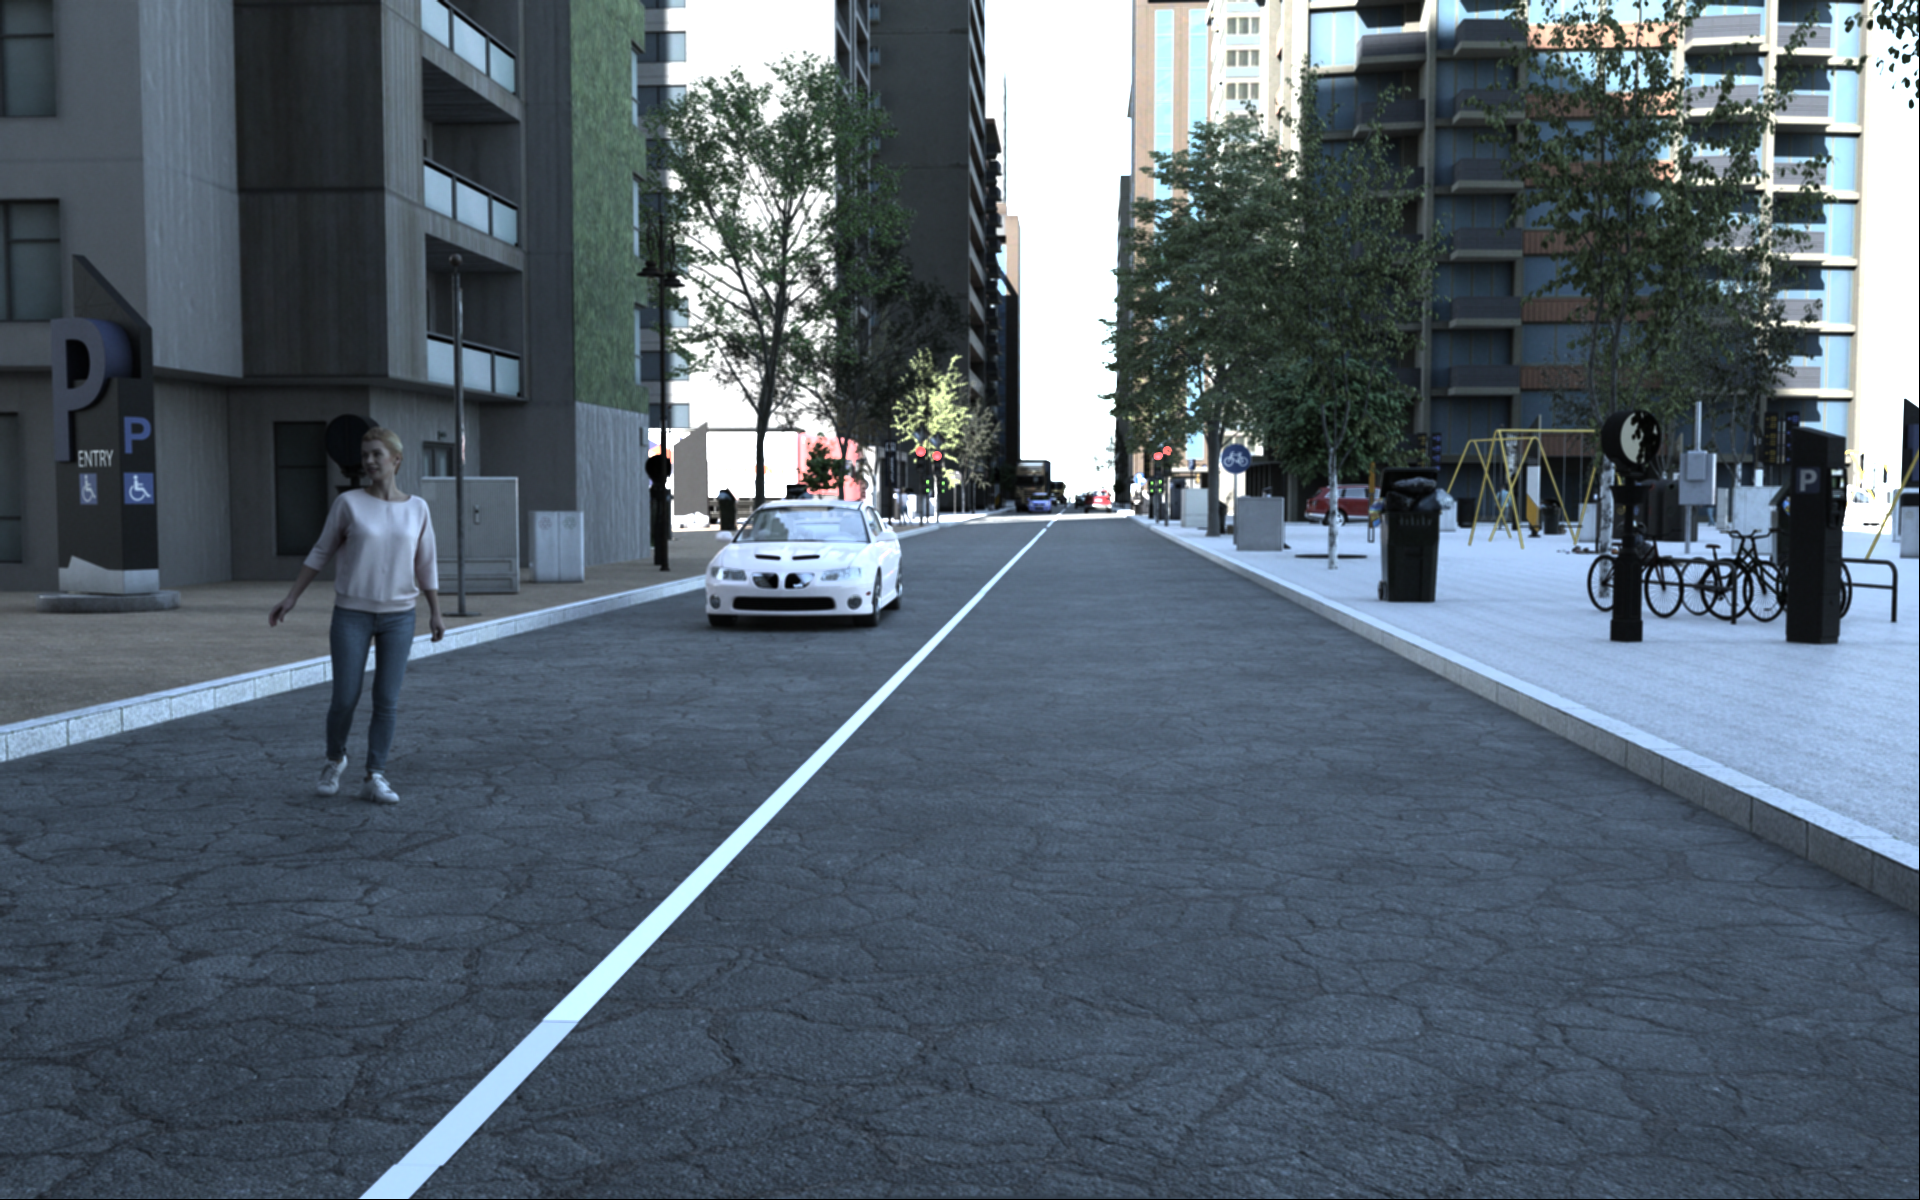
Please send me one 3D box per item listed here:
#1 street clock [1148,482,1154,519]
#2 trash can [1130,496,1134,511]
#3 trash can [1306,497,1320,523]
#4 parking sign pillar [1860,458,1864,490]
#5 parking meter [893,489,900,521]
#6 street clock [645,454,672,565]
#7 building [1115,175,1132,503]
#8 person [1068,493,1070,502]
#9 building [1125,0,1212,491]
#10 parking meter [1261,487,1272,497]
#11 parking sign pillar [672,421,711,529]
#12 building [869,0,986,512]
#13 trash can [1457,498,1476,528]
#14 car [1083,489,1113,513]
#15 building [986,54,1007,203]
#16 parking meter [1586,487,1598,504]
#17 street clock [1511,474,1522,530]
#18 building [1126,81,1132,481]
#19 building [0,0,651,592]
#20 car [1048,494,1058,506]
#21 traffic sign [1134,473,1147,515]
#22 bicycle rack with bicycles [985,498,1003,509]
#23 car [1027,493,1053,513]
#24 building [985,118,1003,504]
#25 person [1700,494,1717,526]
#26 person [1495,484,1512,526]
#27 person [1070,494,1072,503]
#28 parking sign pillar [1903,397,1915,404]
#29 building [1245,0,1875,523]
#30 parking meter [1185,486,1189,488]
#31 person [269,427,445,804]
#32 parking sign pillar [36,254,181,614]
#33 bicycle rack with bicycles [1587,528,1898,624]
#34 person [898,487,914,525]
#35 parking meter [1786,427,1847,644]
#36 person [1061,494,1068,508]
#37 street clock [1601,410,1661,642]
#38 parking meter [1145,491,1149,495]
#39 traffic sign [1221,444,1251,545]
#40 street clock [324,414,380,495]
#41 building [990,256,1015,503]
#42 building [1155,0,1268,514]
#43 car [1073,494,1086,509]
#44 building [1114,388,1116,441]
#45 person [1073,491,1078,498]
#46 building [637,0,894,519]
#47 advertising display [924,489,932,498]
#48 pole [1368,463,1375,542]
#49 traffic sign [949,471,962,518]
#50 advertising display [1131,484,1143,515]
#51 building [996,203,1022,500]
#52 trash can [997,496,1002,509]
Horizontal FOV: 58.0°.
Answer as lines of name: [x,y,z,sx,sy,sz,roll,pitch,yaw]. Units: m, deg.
street clock: [9.925,-5.218,89.890,0.358,2.002,0.471,2,4,26]
trash can: [13.297,-7.362,132.018,0.748,1.137,0.748,0,3,0]
trash can: [15.616,-3.948,76.195,0.748,1.137,0.748,0,3,0]
parking sign pillar: [48.597,-6.473,94.306,1.447,3.967,1.447,0,4,-5]
parking meter: [-3.046,-4.634,84.171,0.372,1.533,0.369,0,3,0]
street clock: [-5.427,-1.631,31.230,0.471,2.002,0.358,-1,4,-12]
building: [33.287,-38.217,248.556,21.300,48.544,21.600,0,4,4]
person: [18.994,-17.783,300.046,0.445,1.727,0.742,0,4,3]
building: [20.946,-30.021,140.955,14.600,45.320,14.200,0,4,4]
parking meter: [10.530,-3.122,59.452,0.372,1.533,0.369,0,3,0]
parking sign pillar: [-9.994,-4.638,64.302,1.447,3.967,1.447,0,4,-1]
building: [-9.276,-31.032,131.070,21.300,48.544,21.600,0,4,4]
trash can: [19.207,-3.304,65.679,0.748,1.137,0.748,0,3,0]
car: [10.380,-7.451,130.503,2.281,1.827,5.304,0,4,4]
building: [-0.351,-51.959,287.773,20.563,71.187,20.611,0,4,4]
parking meter: [21.648,-3.117,59.373,0.372,1.533,0.369,0,3,0]
street clock: [19.607,-3.457,61.095,0.358,2.002,0.471,0,4,-2]
building: [34.796,-37.978,210.174,28.713,52.752,27.495,0,4,4]
building: [-13.755,-21.039,27.583,14.154,41.232,14.086,0,4,4]
car: [10.534,-11.877,203.975,2.009,1.686,4.222,0,4,2]
traffic sign: [10.830,-6.358,104.058,0.768,2.556,0.104,0,4,4]
bicycle rack with bicycles: [2.667,-8.220,147.786,2.852,0.926,2.925,0,4,2]
car: [6.013,-7.387,130.370,1.945,1.707,3.694,0,4,4]
building: [-6.521,-33.279,198.735,22.147,44.769,28.867,0,4,4]
person: [31.344,-3.883,72.335,0.721,1.781,0.623,3,4,36]
person: [22.868,-3.953,72.999,0.638,1.841,0.748,3,5,39]
person: [17.237,-15.740,269.070,0.599,1.433,0.991,-1,4,-10]
parking sign pillar: [26.988,-3.659,48.303,1.447,3.967,1.447,0,4,-1]
building: [28.206,-26.387,86.053,28.867,44.769,22.147,0,4,4]
parking meter: [16.934,-7.596,129.909,0.399,1.863,0.255,3,4,36]
person: [-2.856,0.065,8.109,0.731,1.740,0.598,-3,4,-38]
parking sign pillar: [-9.469,-1.877,19.158,1.447,3.967,1.447,2,4,34]
bicycle rack with bicycles: [8.250,-0.276,17.889,2.852,0.926,2.925,-1,4,-8]
person: [-2.262,-4.014,74.809,0.598,1.740,0.731,3,5,41]
parking meter: [7.375,-0.562,14.907,0.255,1.863,0.399,-2,4,-30]
person: [10.481,-9.896,173.530,0.697,1.427,0.421,-1,4,-21]
street clock: [5.814,-0.641,15.054,0.471,2.002,0.358,-2,4,-23]
parking meter: [12.787,-6.684,117.700,0.372,1.533,0.369,0,3,0]
traffic sign: [6.984,-2.679,43.907,0.768,2.556,0.104,0,4,8]
street clock: [-5.522,-0.689,15.837,0.471,2.002,0.358,1,4,9]
building: [-7.112,-34.183,250.769,32.217,40.220,23.993,0,4,4]
building: [29.242,-25.783,113.430,32.217,40.220,23.993,0,4,4]
car: [12.270,-9.754,171.272,2.131,1.459,4.920,0,4,4]
building: [38.605,-26.280,274.708,27.650,21.520,28.899,0,4,4]
person: [15.894,-14.045,238.151,0.705,1.822,1.348,-2,4,-23]
building: [-13.646,-40.355,98.048,20.563,71.187,20.611,0,4,4]
advertising display: [-2.113,-6.683,114.487,0.123,1.923,0.974,2,4,28]
pole: [10.910,-3.182,45.863,0.158,3.312,0.155,0,3,0]
traffic sign: [-0.278,-5.783,94.661,0.768,2.556,0.104,0,4,5]
advertising display: [10.961,-6.249,107.384,0.123,1.923,0.974,-3,4,-37]
building: [2.425,-37.893,269.663,14.600,45.320,14.200,0,4,4]
trash can: [3.338,-8.482,150.330,0.748,1.137,0.748,0,3,0]
